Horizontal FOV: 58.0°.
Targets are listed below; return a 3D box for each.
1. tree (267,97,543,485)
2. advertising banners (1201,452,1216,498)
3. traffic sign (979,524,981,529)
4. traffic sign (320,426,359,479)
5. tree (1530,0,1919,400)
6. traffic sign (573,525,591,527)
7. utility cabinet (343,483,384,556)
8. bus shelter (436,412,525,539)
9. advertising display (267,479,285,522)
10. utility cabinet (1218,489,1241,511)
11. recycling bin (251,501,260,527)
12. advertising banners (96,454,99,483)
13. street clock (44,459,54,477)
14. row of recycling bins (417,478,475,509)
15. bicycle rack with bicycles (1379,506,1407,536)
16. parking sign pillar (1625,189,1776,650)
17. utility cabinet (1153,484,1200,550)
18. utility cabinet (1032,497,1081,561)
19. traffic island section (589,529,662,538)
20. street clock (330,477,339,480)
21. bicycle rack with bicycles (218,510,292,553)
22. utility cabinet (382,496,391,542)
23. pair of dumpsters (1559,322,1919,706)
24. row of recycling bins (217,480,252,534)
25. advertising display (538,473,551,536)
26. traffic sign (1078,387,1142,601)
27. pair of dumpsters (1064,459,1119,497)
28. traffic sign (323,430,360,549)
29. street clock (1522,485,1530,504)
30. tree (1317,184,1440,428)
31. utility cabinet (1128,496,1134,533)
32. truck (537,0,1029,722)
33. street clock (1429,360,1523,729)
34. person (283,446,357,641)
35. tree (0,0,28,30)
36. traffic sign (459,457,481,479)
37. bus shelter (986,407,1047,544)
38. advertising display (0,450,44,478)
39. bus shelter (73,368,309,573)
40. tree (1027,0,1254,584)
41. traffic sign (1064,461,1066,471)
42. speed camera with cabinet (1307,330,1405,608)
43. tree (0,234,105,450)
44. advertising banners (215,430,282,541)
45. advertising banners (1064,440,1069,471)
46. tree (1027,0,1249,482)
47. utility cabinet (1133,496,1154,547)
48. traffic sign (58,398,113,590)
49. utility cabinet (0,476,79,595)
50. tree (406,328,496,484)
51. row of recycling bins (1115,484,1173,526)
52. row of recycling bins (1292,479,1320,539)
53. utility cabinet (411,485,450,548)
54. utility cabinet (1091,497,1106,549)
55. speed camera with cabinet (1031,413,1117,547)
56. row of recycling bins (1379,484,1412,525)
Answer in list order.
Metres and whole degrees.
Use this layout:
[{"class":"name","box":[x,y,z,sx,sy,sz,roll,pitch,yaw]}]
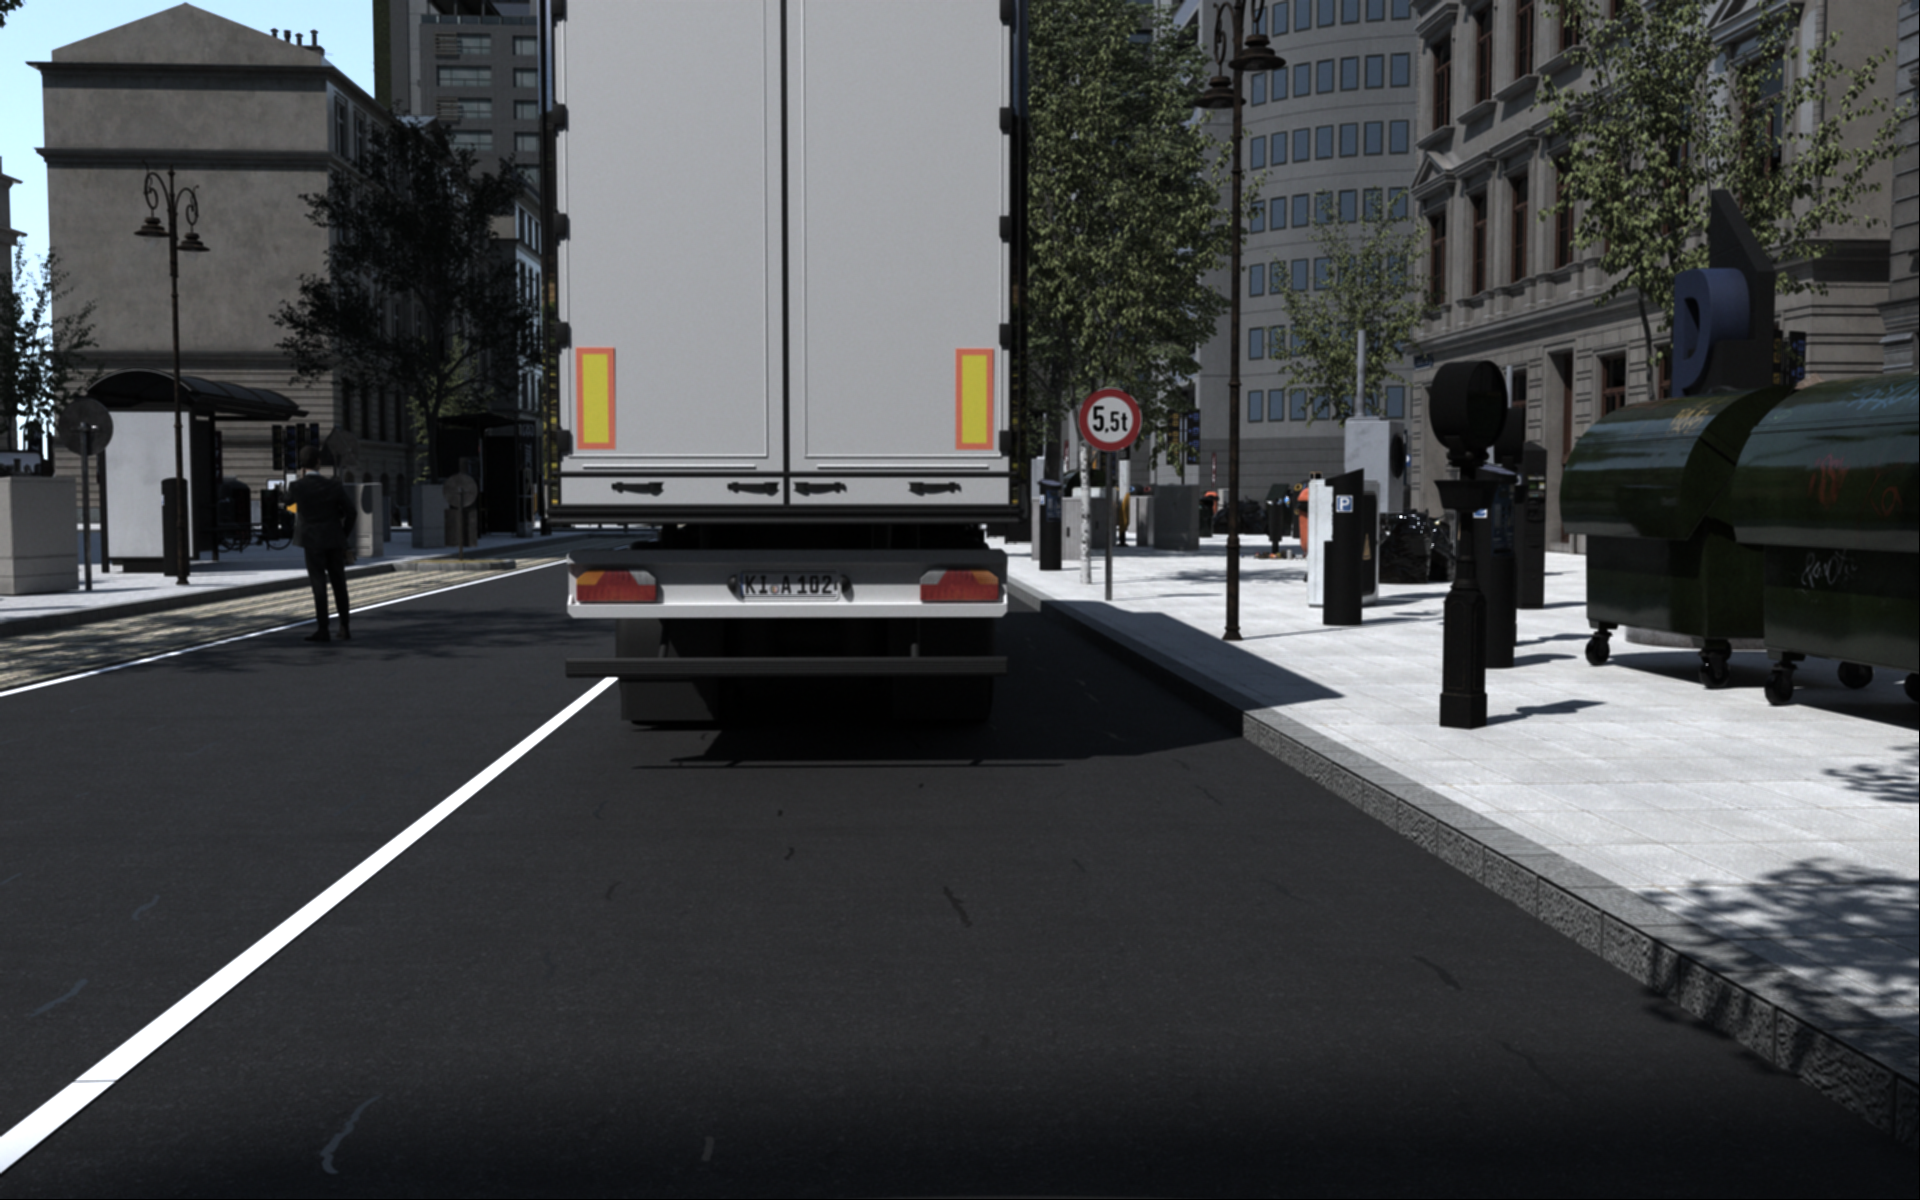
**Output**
[{"class":"tree","box":[-13.072,-6.576,41.931,8.767,10.594,7.601,3,5,40]},{"class":"advertising banners","box":[10.595,-4.746,73.777,0.090,3.025,2.074,0,4,-7]},{"class":"traffic sign","box":[0.627,-3.328,54.511,0.768,2.556,0.104,0,4,3]},{"class":"traffic sign","box":[-12.009,-2.038,33.326,0.884,2.594,0.081,0,4,-1]},{"class":"tree","box":[8.573,-4.295,20.579,4.737,8.622,4.395,0,3,0]},{"class":"traffic sign","box":[-14.892,-4.540,68.099,2.265,3.308,0.079,0,4,3]},{"class":"utility cabinet","box":[-12.365,-1.637,35.451,1.173,1.500,0.318,2,4,27]},{"class":"bus shelter","box":[-14.420,-3.744,52.489,1.731,3.624,6.357,0,4,-3]},{"class":"advertising display","box":[-29.017,-4.194,73.786,0.974,1.923,0.123,0,4,0]},{"class":"utility cabinet","box":[11.617,-4.035,74.655,1.173,1.500,0.318,-3,5,-42]},{"class":"recycling bin","box":[-27.859,-3.370,67.653,0.722,1.027,0.722,1,4,19]},{"class":"advertising banners","box":[-21.264,-2.923,43.974,0.090,3.025,2.074,1,4,13]},{"class":"street clock","box":[-18.904,-1.900,35.630,0.358,2.002,0.471,2,4,32]},{"class":"row of recycling bins","box":[-13.326,-2.296,44.646,1.069,1.692,3.534,-2,4,-29]},{"class":"bicycle rack with bicycles","box":[13.197,-2.361,51.986,2.925,0.926,2.852,3,5,45]},{"class":"parking sign pillar","box":[6.504,-1.611,14.807,1.447,3.967,1.447,0,4,7]},{"class":"utility cabinet","box":[4.947,-1.896,39.673,0.318,1.500,1.173,-3,4,-39]},{"class":"utility cabinet","box":[1.897,-1.365,33.477,1.020,1.237,0.306,0,4,3]},{"class":"traffic island section","box":[-11.115,-2.155,57.514,2.009,0.180,2.903,0,4,-4]},{"class":"street clock","box":[-25.897,-4.114,71.831,0.358,2.002,0.471,2,4,33]},{"class":"bicycle rack with bicycles","box":[-16.844,-1.558,38.851,2.925,0.926,2.852,0,4,-2]},{"class":"utility cabinet","box":[-15.847,-2.164,46.535,1.020,1.237,0.306,-1,4,-10]},{"class":"pair of dumpsters","box":[5.434,-0.515,10.913,1.574,2.255,4.437,0,4,-4]},{"class":"row of recycling bins","box":[-22.417,-2.792,52.770,1.069,1.692,3.534,-2,4,-33]},{"class":"advertising display","box":[-12.834,-2.962,53.635,0.123,1.923,0.974,0,4,5]},{"class":"traffic sign","box":[1.792,-1.265,20.795,0.768,2.556,0.104,0,4,-2]},{"class":"pair of dumpsters","box":[3.447,-2.839,48.916,1.574,2.255,4.437,0,4,-3]},{"class":"traffic sign","box":[-12.333,-2.106,34.535,0.768,2.556,0.104,0,4,4]},{"class":"street clock","box":[4.611,-0.613,14.599,0.358,2.002,0.471,1,4,19]},{"class":"tree","box":[9.290,-5.518,40.586,4.737,8.622,4.395,0,3,0]},{"class":"utility cabinet","box":[5.994,-2.797,56.894,1.020,1.237,0.306,3,5,44]},{"class":"truck","box":[-1.069,-1.548,14.218,2.839,4.237,11.283,0,4,-2]},{"class":"street clock","box":[2.778,-0.302,9.501,0.358,2.002,0.471,3,5,44]},{"class":"person","box":[-6.280,-0.557,16.976,0.648,1.900,0.474,-3,5,-43]},{"class":"tree","box":[-10.859,-5.338,13.030,9.928,11.665,9.643,0,3,0]},{"class":"traffic sign","box":[-13.457,-2.781,47.597,0.606,2.300,0.079,0,4,3]},{"class":"bus shelter","box":[1.464,-3.445,47.607,1.731,3.624,6.357,0,4,-4]},{"class":"advertising display","box":[-13.827,-1.221,25.180,0.123,1.923,0.974,3,5,40]},{"class":"bus shelter","box":[-13.356,-2.243,30.592,2.014,3.302,5.546,0,4,-4]},{"class":"tree","box":[1.893,-4.518,24.233,4.737,8.622,4.395,0,3,0]},{"class":"traffic sign","box":[2.943,-3.106,52.918,0.606,2.300,0.079,0,4,4]},{"class":"speed camera with cabinet","box":[4.663,-1.585,20.249,0.660,3.252,2.038,2,4,29]},{"class":"tree","box":[-27.005,-6.091,49.950,4.737,8.622,4.395,0,3,0]},{"class":"advertising banners","box":[-19.775,-3.151,47.708,2.074,3.025,0.090,0,4,-4]},{"class":"advertising banners","box":[3.605,-3.625,55.458,0.090,3.025,2.074,-1,4,-11]},{"class":"tree","box":[2.275,-7.176,35.459,7.486,12.596,7.792,0,3,0]},{"class":"utility cabinet","box":[4.586,-1.937,42.831,0.306,1.237,1.020,1,4,16]},{"class":"traffic sign","box":[-11.642,-1.404,23.063,0.768,2.556,0.104,0,4,5]},{"class":"utility cabinet","box":[-11.894,-0.832,22.274,0.318,1.500,1.173,1,4,11]},{"class":"tree","box":[-22.879,-7.767,77.355,4.737,8.622,4.395,0,3,0]},{"class":"row of recycling bins","box":[7.310,-3.788,69.050,3.534,1.692,1.069,3,5,41]},{"class":"row of recycling bins","box":[10.029,-2.543,48.690,1.069,1.692,3.534,0,4,3]},{"class":"utility cabinet","box":[-12.605,-1.990,41.218,0.318,1.500,1.173,1,4,15]},{"class":"utility cabinet","box":[2.978,-1.796,40.526,1.020,1.237,0.306,-3,5,-43]},{"class":"speed camera with cabinet","box":[2.794,-2.939,42.388,2.038,3.252,0.660,1,4,23]},{"class":"row of recycling bins","box":[18.260,-3.807,69.361,3.534,1.692,1.069,0,4,-6]}]
